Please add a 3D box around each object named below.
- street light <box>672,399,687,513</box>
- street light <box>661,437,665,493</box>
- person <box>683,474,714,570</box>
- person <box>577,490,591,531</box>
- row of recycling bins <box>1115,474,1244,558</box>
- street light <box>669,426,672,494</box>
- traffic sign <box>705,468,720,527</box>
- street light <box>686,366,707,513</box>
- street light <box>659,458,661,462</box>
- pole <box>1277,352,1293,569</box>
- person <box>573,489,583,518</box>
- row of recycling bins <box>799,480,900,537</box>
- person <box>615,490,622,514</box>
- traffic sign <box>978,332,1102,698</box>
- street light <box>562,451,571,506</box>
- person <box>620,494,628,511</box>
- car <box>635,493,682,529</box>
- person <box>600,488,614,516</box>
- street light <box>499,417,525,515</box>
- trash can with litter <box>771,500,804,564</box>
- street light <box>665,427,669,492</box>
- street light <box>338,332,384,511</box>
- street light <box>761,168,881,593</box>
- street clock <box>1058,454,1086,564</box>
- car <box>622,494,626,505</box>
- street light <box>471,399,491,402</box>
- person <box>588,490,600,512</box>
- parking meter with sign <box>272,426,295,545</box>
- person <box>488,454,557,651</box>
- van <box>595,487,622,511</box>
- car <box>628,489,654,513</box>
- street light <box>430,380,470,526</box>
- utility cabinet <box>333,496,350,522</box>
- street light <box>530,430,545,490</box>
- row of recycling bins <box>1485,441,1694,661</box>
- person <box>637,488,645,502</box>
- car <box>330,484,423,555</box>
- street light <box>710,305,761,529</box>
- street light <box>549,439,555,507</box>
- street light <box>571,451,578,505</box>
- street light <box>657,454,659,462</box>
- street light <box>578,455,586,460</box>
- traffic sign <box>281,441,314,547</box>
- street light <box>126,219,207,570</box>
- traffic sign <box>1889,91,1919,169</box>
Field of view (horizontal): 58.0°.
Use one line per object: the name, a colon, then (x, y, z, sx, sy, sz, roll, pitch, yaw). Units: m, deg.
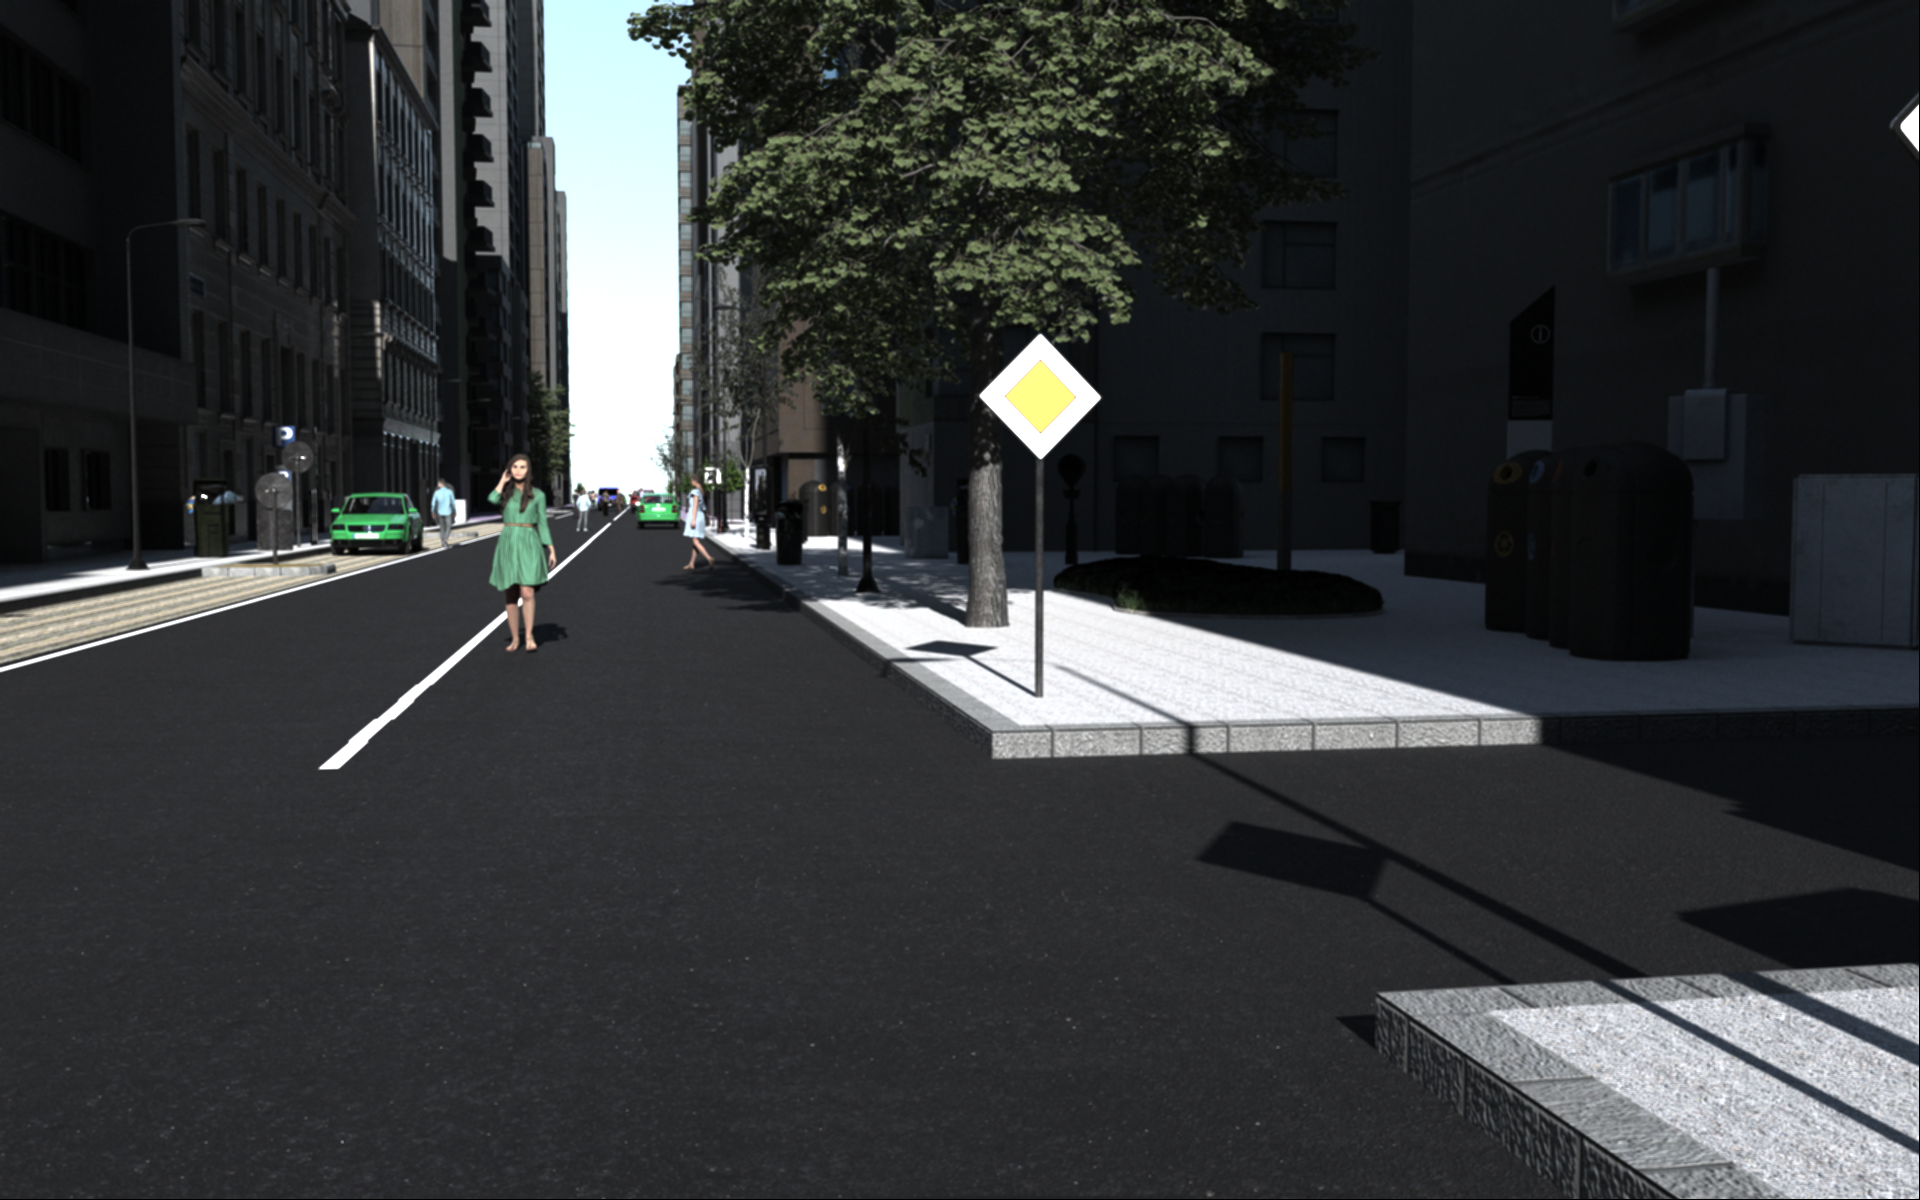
street light: (-13.164, -6.862, 84.736, 1.470, 5.913, 1.316, -1, 4, -10)
street light: (-23.108, -10.211, 139.483, 1.470, 5.913, 1.316, -1, 4, -10)
person: (-4.918, -1.478, 32.762, 0.778, 1.811, 0.616, 2, 4, 31)
person: (-14.677, -3.504, 67.593, 0.589, 1.601, 0.330, 1, 4, 8)
row of recycling bins: (4.497, -1.761, 35.904, 1.069, 1.692, 3.534, -2, 4, -35)
street light: (-15.685, -7.716, 98.703, 1.470, 5.913, 1.316, -1, 4, -10)
traffic sign: (-9.607, -3.993, 67.412, 0.606, 2.300, 0.079, 0, 4, -2)
street light: (-9.125, -5.541, 63.131, 1.470, 5.913, 1.316, -1, 4, -10)
street light: (-26.765, -11.458, 159.883, 1.470, 5.913, 1.316, -1, 4, -10)
pole: (4.688, -1.904, 24.975, 0.158, 3.312, 0.155, 0, 3, 0)
person: (-22.544, -5.694, 102.405, 0.742, 1.727, 0.445, 0, 4, 3)
row of recycling bins: (-3.219, -2.811, 53.074, 3.534, 1.692, 1.069, -1, 4, -22)
person: (-25.024, -7.198, 126.736, 0.434, 1.755, 0.990, -3, 4, -39)
traffic sign: (0.496, -0.442, 10.872, 0.795, 2.450, 0.064, -1, 4, -10)
street light: (-38.356, -11.831, 165.976, 1.470, 5.913, 1.316, -1, 4, -10)
person: (-28.142, -8.088, 143.996, 1.065, 1.426, 0.557, 0, 4, -3)
car: (-12.574, -3.883, 72.279, 1.959, 1.807, 4.718, -1, 4, -9)
person: (-22.771, -6.298, 111.476, 1.348, 1.823, 0.705, 3, 5, 41)
street light: (-27.302, -8.104, 105.040, 1.470, 5.913, 1.316, -1, 4, -10)
trash can with litter: (-3.199, -1.242, 31.687, 0.624, 1.170, 1.055, -1, 4, -12)
street light: (-19.328, -8.964, 119.105, 1.470, 5.913, 1.316, -1, 4, -10)
street light: (-17.215, -4.722, 49.742, 1.470, 5.913, 1.316, -1, 4, -10)
street light: (-1.742, -3.046, 22.344, 1.470, 5.913, 1.316, -1, 4, -10)
street clock: (2.036, -1.652, 31.575, 0.471, 2.002, 0.358, 1, 4, 20)
car: (-45.959, -13.754, 233.676, 1.959, 1.807, 4.718, -1, 4, -12)
street light: (-23.610, -6.857, 84.646, 1.470, 5.913, 1.316, -1, 4, -10)
person: (-29.170, -7.863, 137.768, 1.217, 1.736, 0.721, -1, 4, -17)
parking meter with sign: (-16.990, -2.887, 43.471, 0.543, 3.016, 1.738, -1, 4, -18)
person: (-3.995, -0.430, 15.780, 0.600, 1.795, 0.529, -1, 4, -18)
van: (-30.133, -8.836, 148.847, 2.240, 2.365, 5.245, -1, 4, -9)
car: (-23.772, -7.434, 130.220, 2.281, 1.827, 5.304, -1, 4, -10)
street light: (-20.873, -5.978, 70.277, 1.470, 5.913, 1.316, -1, 4, -10)
utility cabinet: (-18.696, -2.569, 53.172, 1.020, 1.237, 0.306, 0, 4, 1)
street light: (-30.975, -9.351, 125.437, 1.470, 5.913, 1.316, -1, 4, -10)
row of recycling bins: (5.386, -0.480, 14.959, 1.069, 1.692, 3.534, 0, 4, 3)
person: (-21.647, -6.660, 117.261, 0.599, 1.838, 0.709, 1, 4, 12)
car: (-14.027, -2.015, 41.742, 1.959, 1.807, 4.718, -1, 4, -12)
street light: (-5.365, -4.294, 42.750, 1.470, 5.913, 1.316, -1, 4, -10)
street light: (-34.757, -10.598, 145.814, 1.470, 5.913, 1.316, -1, 4, -10)
street light: (-42.165, -13.084, 186.457, 1.470, 5.913, 1.316, -1, 4, -10)
street light: (-30.586, -12.713, 180.397, 1.470, 5.913, 1.316, -1, 4, -10)
street light: (-45.854, -14.337, 206.952, 1.470, 5.913, 1.316, -1, 4, -10)
traffic sign: (-15.951, -2.545, 41.717, 0.768, 2.556, 0.104, 0, 4, -2)
street light: (-13.423, -3.472, 29.312, 1.470, 5.913, 1.316, -1, 4, -10)
traffic sign: (1.929, 0.038, 3.016, 0.795, 2.450, 0.064, -1, 4, -10)
